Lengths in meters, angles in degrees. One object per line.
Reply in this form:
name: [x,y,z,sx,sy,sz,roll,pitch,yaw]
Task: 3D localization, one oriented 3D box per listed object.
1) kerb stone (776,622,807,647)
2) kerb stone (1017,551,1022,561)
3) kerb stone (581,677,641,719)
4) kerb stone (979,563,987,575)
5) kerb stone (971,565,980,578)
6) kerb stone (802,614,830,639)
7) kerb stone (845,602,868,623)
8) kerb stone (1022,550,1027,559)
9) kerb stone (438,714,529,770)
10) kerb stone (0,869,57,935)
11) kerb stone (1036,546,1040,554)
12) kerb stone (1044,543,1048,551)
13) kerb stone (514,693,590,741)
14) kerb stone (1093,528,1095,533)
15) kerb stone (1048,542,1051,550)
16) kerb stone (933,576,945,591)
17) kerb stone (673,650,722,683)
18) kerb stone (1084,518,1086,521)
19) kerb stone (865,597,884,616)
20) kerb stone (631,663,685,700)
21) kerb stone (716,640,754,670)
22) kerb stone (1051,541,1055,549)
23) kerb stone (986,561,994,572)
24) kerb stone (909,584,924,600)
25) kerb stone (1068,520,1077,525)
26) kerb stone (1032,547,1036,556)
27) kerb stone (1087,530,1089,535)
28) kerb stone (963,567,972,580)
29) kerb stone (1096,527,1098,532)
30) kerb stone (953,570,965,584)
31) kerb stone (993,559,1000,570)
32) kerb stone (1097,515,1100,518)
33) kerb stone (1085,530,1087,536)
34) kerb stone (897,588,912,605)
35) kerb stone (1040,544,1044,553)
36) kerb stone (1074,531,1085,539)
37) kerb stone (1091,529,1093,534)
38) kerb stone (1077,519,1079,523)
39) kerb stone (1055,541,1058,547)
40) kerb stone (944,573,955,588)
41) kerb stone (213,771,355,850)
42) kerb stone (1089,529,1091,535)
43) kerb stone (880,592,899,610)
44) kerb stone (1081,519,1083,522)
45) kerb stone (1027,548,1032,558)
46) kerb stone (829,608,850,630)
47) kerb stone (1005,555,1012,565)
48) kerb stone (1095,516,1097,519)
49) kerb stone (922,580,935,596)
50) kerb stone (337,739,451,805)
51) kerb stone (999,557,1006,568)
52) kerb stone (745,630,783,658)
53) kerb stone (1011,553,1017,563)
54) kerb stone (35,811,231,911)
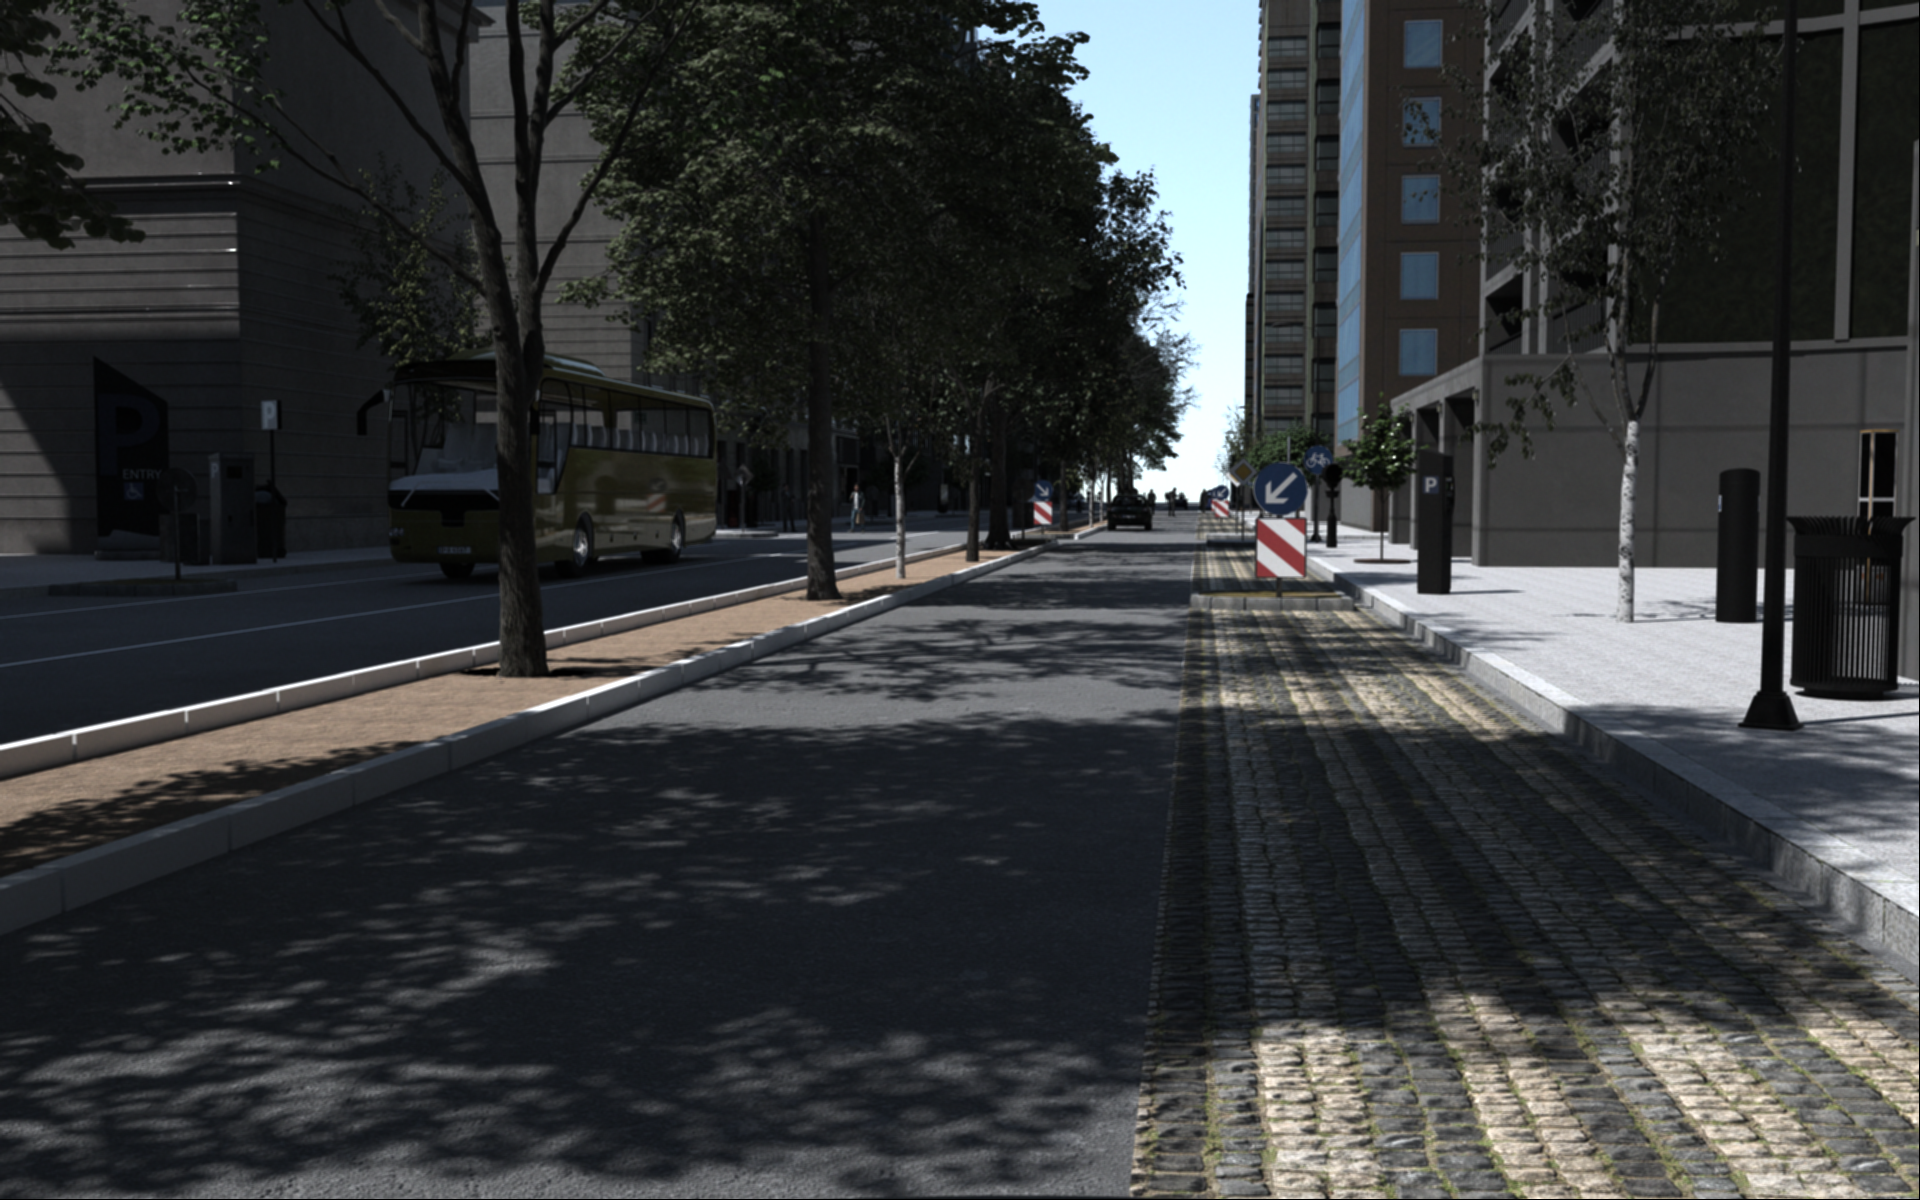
kerb stone: [-1.656,0.343,16.584,0.120,0.150,1.000,0,4,8]
kerb stone: [1.166,-0.901,36.928,0.120,0.150,1.000,0,4,8]
kerb stone: [-2.354,0.656,11.515,0.120,0.150,1.000,0,4,8]
kerb stone: [0.320,-0.528,30.821,0.120,0.150,1.000,0,4,8]
kerb stone: [0.174,-0.466,29.809,0.120,0.150,1.000,0,4,8]
kerb stone: [-1.511,0.282,17.608,0.120,0.150,1.000,0,4,8]
kerb stone: [-1.226,0.156,19.642,0.120,0.150,1.000,0,4,8]
kerb stone: [1.305,-0.963,37.951,0.120,0.150,1.000,0,4,8]
kerb stone: [-2.627,0.779,9.489,0.120,0.150,1.000,0,4,8]
kerb stone: [-3.201,1.027,5.432,0.120,0.150,1.000,0,4,8]
kerb stone: [1.733,-1.150,40.995,0.120,0.150,1.000,0,4,8]
kerb stone: [2.014,-1.269,43.025,0.120,0.150,1.000,0,4,8]
kerb stone: [-2.494,0.715,10.502,0.120,0.150,1.000,0,4,8]
kerb stone: [4.623,-2.424,61.829,0.120,0.150,1.000,0,4,8]
kerb stone: [2.152,-1.333,44.038,0.120,0.150,1.000,0,4,8]
kerb stone: [-0.389,-0.214,25.748,0.120,0.150,1.000,0,4,8]
kerb stone: [-2.075,0.529,13.546,0.120,0.150,1.000,0,4,8]
kerb stone: [6.199,-4.048,88.502,0.120,0.150,1.000,0,4,8]
kerb stone: [-1.085,0.096,20.656,0.120,0.150,1.000,0,4,8]
kerb stone: [-2.216,0.595,12.528,0.120,0.150,1.000,0,4,8]
kerb stone: [-1.936,0.472,14.559,0.120,0.150,1.000,0,4,8]
kerb stone: [2.294,-1.391,45.051,0.120,0.150,1.000,0,4,8]
kerb stone: [0.453,-0.590,31.836,0.120,0.150,1.000,0,4,8]
kerb stone: [-0.662,-0.087,23.708,0.120,0.150,1.000,0,4,8]
kerb stone: [5.353,-3.684,82.428,0.120,0.150,1.000,0,4,8]
kerb stone: [1.588,-1.087,39.976,0.120,0.150,1.000,0,4,8]
kerb stone: [4.189,-2.237,58.775,0.120,0.150,1.000,0,4,8]
kerb stone: [0.038,-0.404,28.795,0.120,0.150,1.000,0,4,8]
kerb stone: [4.902,-2.548,63.859,0.120,0.150,1.000,0,4,8]
kerb stone: [-0.094,-0.342,27.782,0.120,0.150,1.000,0,4,8]
kerb stone: [0.600,-0.652,32.856,0.120,0.150,1.000,0,4,8]
kerb stone: [8.161,-4.920,102.695,0.120,0.150,1.000,0,4,8]
kerb stone: [4.049,-2.171,57.763,0.120,0.150,1.000,0,4,8]
kerb stone: [-0.805,-0.025,22.695,0.120,0.150,1.000,0,4,8]
kerb stone: [1.872,-1.212,42.012,0.120,0.150,1.000,0,4,8]
kerb stone: [3.916,-2.113,56.747,0.120,0.150,1.000,0,4,8]
kerb stone: [4.481,-2.362,60.807,0.120,0.150,1.000,0,4,8]
kerb stone: [5.495,-3.745,83.440,0.120,0.150,1.000,0,4,8]
kerb stone: [2.435,-1.460,46.073,0.120,0.150,1.000,0,4,8]
kerb stone: [-0.249,-0.280,26.767,0.120,0.150,1.000,0,4,8]
kerb stone: [-2.918,0.905,7.465,0.120,0.150,1.000,0,4,8]
kerb stone: [4.332,-2.299,59.787,0.120,0.150,1.000,0,4,8]
kerb stone: [-0.941,0.032,21.677,0.120,0.150,1.000,0,4,8]
kerb stone: [5.923,-3.932,86.476,0.120,0.150,1.000,0,4,8]
kerb stone: [1.452,-1.025,38.963,0.120,0.150,1.000,0,4,8]
kerb stone: [-1.368,0.227,18.624,0.120,0.150,1.000,0,4,8]
kerb stone: [0.876,-0.773,34.896,0.120,0.150,1.000,0,4,8]
kerb stone: [7.468,-4.614,97.627,0.120,0.150,1.000,0,4,8]
kerb stone: [-0.522,-0.147,24.735,0.120,0.150,1.000,0,4,8]
kerb stone: [-2.777,0.841,8.477,0.120,0.150,1.000,0,4,8]
kerb stone: [0.742,-0.709,33.873,0.120,0.150,1.000,0,4,8]
kerb stone: [-1.792,0.405,15.571,0.120,0.150,1.000,0,4,8]
kerb stone: [1.026,-0.838,35.916,0.120,0.150,1.000,0,4,8]
kerb stone: [-3.058,0.963,6.445,0.120,0.150,1.000,0,4,8]
